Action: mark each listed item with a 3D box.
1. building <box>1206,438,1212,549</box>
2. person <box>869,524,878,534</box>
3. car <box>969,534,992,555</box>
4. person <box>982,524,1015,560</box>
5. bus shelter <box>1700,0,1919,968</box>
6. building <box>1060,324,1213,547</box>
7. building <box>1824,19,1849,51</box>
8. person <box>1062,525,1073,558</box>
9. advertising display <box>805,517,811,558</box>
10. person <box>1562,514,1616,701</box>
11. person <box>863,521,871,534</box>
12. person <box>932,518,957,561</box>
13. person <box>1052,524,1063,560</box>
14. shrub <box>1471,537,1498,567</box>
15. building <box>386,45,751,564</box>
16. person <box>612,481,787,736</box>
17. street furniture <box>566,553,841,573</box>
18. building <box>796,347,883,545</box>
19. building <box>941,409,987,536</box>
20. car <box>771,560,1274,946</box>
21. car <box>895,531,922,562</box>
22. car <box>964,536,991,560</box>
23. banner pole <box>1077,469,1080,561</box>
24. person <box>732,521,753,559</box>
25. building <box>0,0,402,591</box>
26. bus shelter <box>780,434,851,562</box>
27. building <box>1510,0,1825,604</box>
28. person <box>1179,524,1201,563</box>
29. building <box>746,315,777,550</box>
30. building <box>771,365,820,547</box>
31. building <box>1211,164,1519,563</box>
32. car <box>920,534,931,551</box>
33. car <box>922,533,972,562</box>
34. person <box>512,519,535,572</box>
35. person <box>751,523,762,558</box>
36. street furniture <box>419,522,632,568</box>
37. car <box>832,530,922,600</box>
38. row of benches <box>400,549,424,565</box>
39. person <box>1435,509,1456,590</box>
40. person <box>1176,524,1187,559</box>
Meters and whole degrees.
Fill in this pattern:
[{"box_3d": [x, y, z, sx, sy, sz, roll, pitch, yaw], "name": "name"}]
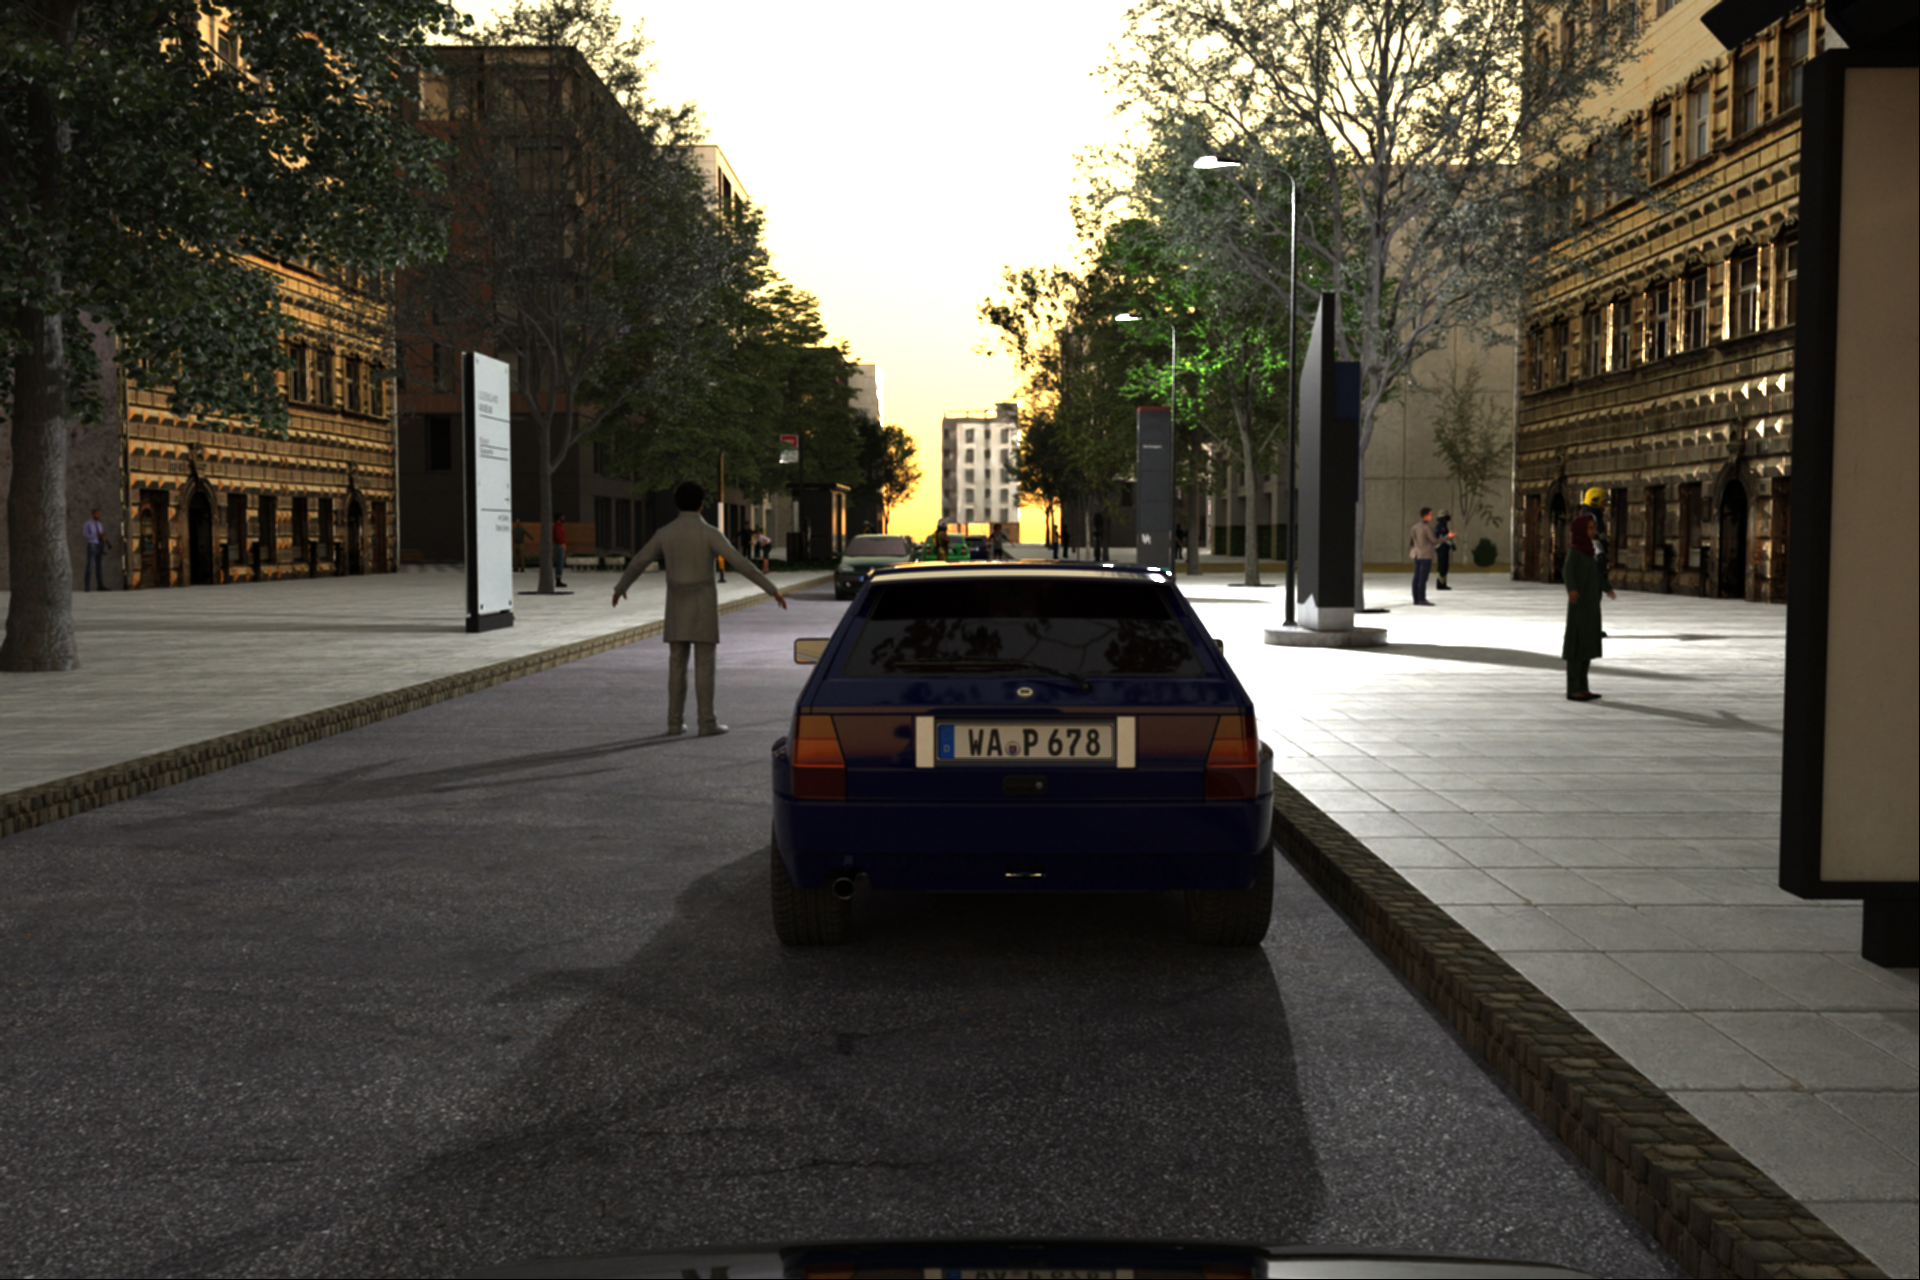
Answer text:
[{"box_3d": [25.364, -11.810, 135.245, 9.099, 9.664, 28.070, 0, 4, 1], "name": "building"}, {"box_3d": [-4.858, -5.490, 95.539, 1.354, 1.856, 0.705, 2, 4, 23], "name": "person"}, {"box_3d": [1.219, -6.723, 119.714, 2.009, 1.686, 4.222, 0, 4, -1], "name": "car"}, {"box_3d": [1.514, -3.705, 69.184, 1.345, 1.843, 0.704, -1, 4, -15], "name": "person"}, {"box_3d": [3.207, -0.529, 2.569, 2.014, 3.302, 5.546, 0, 4, 1], "name": "bus shelter"}, {"box_3d": [24.550, -20.824, 184.454, 27.936, 21.610, 32.646, 0, 4, 1], "name": "building"}, {"box_3d": [22.363, -8.941, 12.648, 16.747, 18.905, 31.486, 0, 4, 1], "name": "building"}, {"box_3d": [5.671, -5.202, 91.767, 0.721, 1.740, 1.216, -1, 4, -21], "name": "person"}, {"box_3d": [-5.925, -3.809, 67.483, 0.123, 1.923, 0.974, 0, 4, 3], "name": "advertising display"}, {"box_3d": [4.868, -0.255, 13.382, 0.599, 1.438, 0.989, 3, 4, 37], "name": "person"}, {"box_3d": [-3.966, -4.078, 72.651, 0.705, 1.833, 1.349, -1, 4, -15], "name": "person"}, {"box_3d": [-0.456, -2.336, 46.418, 0.705, 1.858, 1.354, -2, 4, -25], "name": "person"}, {"box_3d": [4.915, -4.946, 87.324, 0.721, 1.772, 1.216, -1, 4, -18], "name": "person"}, {"box_3d": [20.307, -3.420, 67.033, 1.383, 1.207, 1.383, 0, 3, 0], "name": "shrub"}, {"box_3d": [-26.663, -14.993, 89.106, 27.936, 21.610, 32.646, 0, 4, 0], "name": "building"}, {"box_3d": [-1.904, -0.229, 12.387, 1.347, 1.806, 0.705, 1, 4, 15], "name": "person"}, {"box_3d": [-8.647, -2.692, 59.639, 10.072, 0.657, 5.734, 0, 4, 4], "name": "street furniture"}, {"box_3d": [-23.876, -22.122, 205.674, 27.936, 21.610, 32.646, 0, 4, 0], "name": "building"}, {"box_3d": [-2.447, -24.106, 253.003, 11.380, 20.090, 16.016, 0, 4, -1], "name": "building"}, {"box_3d": [0.218, 0.319, 7.368, 1.945, 1.354, 3.894, 0, 4, 0], "name": "car"}, {"box_3d": [-2.234, -2.932, 57.730, 2.009, 1.686, 4.222, 0, 4, 1], "name": "car"}, {"box_3d": [0.453, -3.999, 77.957, 1.945, 1.354, 3.894, 0, 3, 0], "name": "car"}, {"box_3d": [4.571, -4.684, 66.600, 0.401, 3.779, 0.863, 0, 4, 0], "name": "banner pole"}, {"box_3d": [-9.065, -4.148, 73.756, 1.347, 1.837, 0.705, -2, 4, -25], "name": "person"}, {"box_3d": [-27.872, -13.246, 47.495, 19.493, 23.208, 18.063, 0, 4, 1], "name": "building"}, {"box_3d": [-6.067, -5.797, 72.415, 2.179, 5.291, 8.768, 0, 4, 2], "name": "bus shelter"}, {"box_3d": [24.244, -12.654, 37.821, 19.493, 23.208, 18.063, 0, 4, 1], "name": "building"}, {"box_3d": [10.370, -4.398, 78.128, 1.346, 1.802, 0.704, -2, 4, -32], "name": "person"}, {"box_3d": [-24.667, -16.435, 135.168, 16.747, 18.905, 31.486, 0, 4, 1], "name": "building"}, {"box_3d": [-24.731, -21.355, 180.084, 19.493, 23.208, 18.063, 0, 4, 1], "name": "building"}, {"box_3d": [23.799, -13.763, 91.483, 16.747, 18.905, 31.486, 0, 4, 1], "name": "building"}, {"box_3d": [-1.291, -5.556, 101.062, 2.015, 1.641, 3.980, 0, 4, 1], "name": "car"}, {"box_3d": [-0.500, -3.512, 66.219, 1.959, 1.807, 4.718, 0, 3, 0], "name": "car"}, {"box_3d": [-15.086, -3.235, 59.159, 1.348, 1.796, 0.705, 1, 4, 15], "name": "person"}, {"box_3d": [-10.740, -5.268, 91.982, 1.347, 1.847, 0.705, 3, 5, 43], "name": "person"}, {"box_3d": [-15.578, -3.719, 67.659, 11.010, 1.723, 9.812, -1, 4, -12], "name": "street furniture"}, {"box_3d": [-1.835, -1.783, 38.936, 2.009, 1.686, 4.222, 0, 4, 1], "name": "car"}, {"box_3d": [-23.762, -3.365, 70.487, 4.104, 0.672, 1.422, -3, 4, -38], "name": "row of benches"}, {"box_3d": [11.155, -2.081, 39.888, 0.704, 1.845, 1.351, 0, 4, 3], "name": "person"}, {"box_3d": [11.221, -5.049, 88.731, 1.347, 1.806, 0.705, 3, 4, 37], "name": "person"}]
